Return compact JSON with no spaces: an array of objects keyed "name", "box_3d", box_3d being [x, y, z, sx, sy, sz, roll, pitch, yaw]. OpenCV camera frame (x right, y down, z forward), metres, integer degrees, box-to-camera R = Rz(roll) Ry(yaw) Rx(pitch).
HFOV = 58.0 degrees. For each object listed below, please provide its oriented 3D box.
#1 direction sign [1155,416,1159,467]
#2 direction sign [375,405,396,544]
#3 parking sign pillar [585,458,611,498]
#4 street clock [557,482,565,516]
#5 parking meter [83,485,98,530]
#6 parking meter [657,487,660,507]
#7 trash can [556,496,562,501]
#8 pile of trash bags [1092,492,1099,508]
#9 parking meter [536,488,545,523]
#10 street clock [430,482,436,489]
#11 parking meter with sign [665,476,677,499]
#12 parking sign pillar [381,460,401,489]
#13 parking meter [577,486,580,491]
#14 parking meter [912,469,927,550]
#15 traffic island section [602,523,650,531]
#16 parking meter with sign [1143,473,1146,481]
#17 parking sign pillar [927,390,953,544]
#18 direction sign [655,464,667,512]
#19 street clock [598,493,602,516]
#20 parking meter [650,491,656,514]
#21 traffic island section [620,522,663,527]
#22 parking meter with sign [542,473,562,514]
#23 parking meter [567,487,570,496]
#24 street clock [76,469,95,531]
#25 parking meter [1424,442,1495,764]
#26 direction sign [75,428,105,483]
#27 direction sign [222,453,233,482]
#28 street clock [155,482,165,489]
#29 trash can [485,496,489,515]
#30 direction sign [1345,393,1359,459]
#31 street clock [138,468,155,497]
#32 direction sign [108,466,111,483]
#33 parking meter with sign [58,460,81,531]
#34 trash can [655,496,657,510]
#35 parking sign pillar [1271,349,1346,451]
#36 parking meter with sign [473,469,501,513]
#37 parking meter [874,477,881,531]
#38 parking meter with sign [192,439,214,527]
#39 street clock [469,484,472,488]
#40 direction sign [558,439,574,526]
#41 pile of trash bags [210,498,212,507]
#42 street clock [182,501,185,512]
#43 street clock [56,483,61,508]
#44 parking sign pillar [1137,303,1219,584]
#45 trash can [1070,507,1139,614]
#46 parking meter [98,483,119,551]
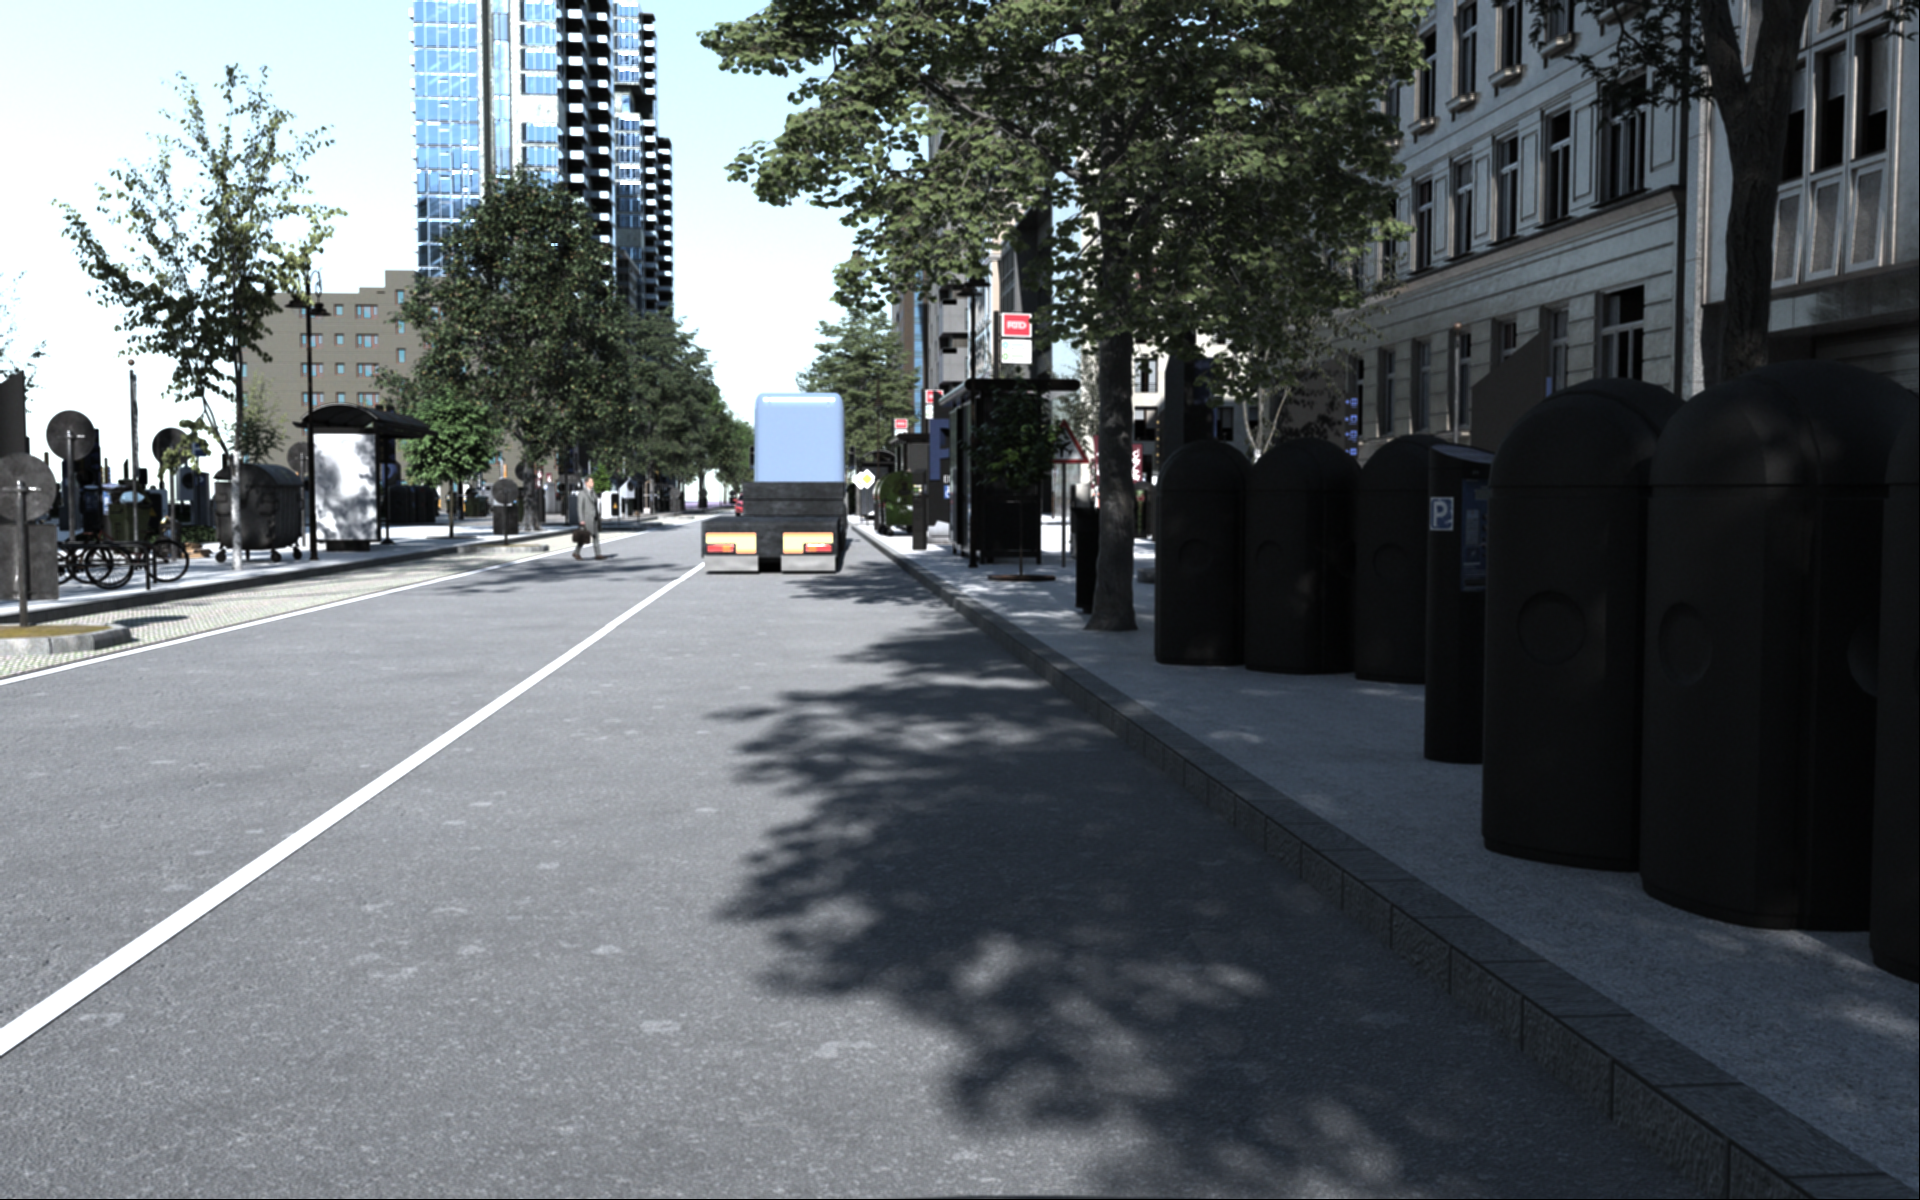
[{"name":"direction sign","box_3d":[6.062,-3.546,49.982,0.876,3.537,0.379,0,4,1]},{"name":"direction sign","box_3d":[-14.688,-3.201,44.339,0.379,3.537,0.876,1,4,12]},{"name":"parking sign pillar","box_3d":[-25.856,-8.345,124.910,1.447,3.967,1.447,0,4,8]},{"name":"street clock","box_3d":[-23.672,-6.041,103.341,0.358,2.002,0.471,2,4,34]},{"name":"parking meter","box_3d":[-23.250,-2.323,46.391,0.372,1.533,0.369,0,3,0]},{"name":"parking meter","box_3d":[-25.722,-8.709,148.096,0.255,1.863,0.399,0,4,1]},{"name":"trash can","box_3d":[-28.656,-6.827,123.276,0.748,1.137,0.748,0,3,0]},{"name":"pile of trash bags","box_3d":[8.192,-4.776,87.836,3.447,1.369,1.912,2,4,35]},{"name":"parking meter","box_3d":[-18.836,-4.247,77.849,0.372,1.533,0.369,0,3,0]},{"name":"street clock","box_3d":[-32.633,-6.270,107.084,0.471,2.002,0.358,0,4,-2]},{"name":"parking meter with sign","box_3d":[-25.284,-9.434,150.501,1.738,3.016,0.543,-2,4,-33]},{"name":"parking sign pillar","box_3d":[-35.504,-7.318,108.118,1.447,3.967,1.447,2,4,31]},{"name":"parking meter","box_3d":[-28.930,-7.708,131.743,0.399,1.863,0.255,-3,5,-45]},{"name":"parking meter","box_3d":[-0.926,-2.079,39.711,0.255,1.863,0.399,1,4,15]},{"name":"traffic island section","box_3d":[-13.558,-2.842,68.752,2.009,0.180,2.903,0,4,-5]},{"name":"parking meter with sign","box_3d":[6.336,-4.055,62.558,1.738,3.016,0.543,3,5,43]},{"name":"parking sign pillar","box_3d":[-0.167,-3.439,44.694,1.447,3.967,1.447,2,4,29]},{"name":"direction sign","box_3d":[-21.574,-8.126,124.861,0.876,3.537,0.379,0,4,6]},{"name":"street clock","box_3d":[-21.100,-5.948,101.824,0.471,2.002,0.358,0,4,-1]},{"name":"parking meter","box_3d":[-19.714,-6.212,109.970,0.372,1.533,0.369,0,3,0]},{"name":"traffic island section","box_3d":[-14.262,-3.329,76.707,2.009,0.180,2.903,0,4,-5]},{"name":"parking meter with sign","box_3d":[-26.385,-7.047,111.480,0.543,3.016,1.738,2,4,34]},{"name":"parking meter","box_3d":[-32.314,-8.369,142.544,0.399,1.863,0.255,3,5,45]},{"name":"street clock","box_3d":[-25.153,-2.770,49.856,0.471,2.002,0.358,-1,4,-21]},{"name":"parking meter","box_3d":[2.443,0.003,8.357,0.372,1.533,0.369,0,3,0]},{"name":"direction sign","box_3d":[-30.132,-4.151,59.862,0.876,3.537,0.379,0,4,4]},{"name":"direction sign","box_3d":[-40.849,-6.414,96.870,0.379,3.537,0.876,2,4,31]},{"name":"street clock","box_3d":[-46.335,-5.875,100.623,0.358,2.002,0.471,-1,4,-10]},{"name":"trash can","box_3d":[-29.157,-5.761,105.852,0.748,1.137,0.748,0,3,0]},{"name":"direction sign","box_3d":[8.536,-2.877,39.035,0.876,3.537,0.379,2,4,29]},{"name":"street clock","box_3d":[-22.667,-2.661,48.085,0.358,2.002,0.471,-1,4,-22]},{"name":"direction sign","box_3d":[-69.864,-9.146,141.537,0.876,3.537,0.379,-1,4,-22]},{"name":"parking meter with sign","box_3d":[-31.543,-3.983,61.384,0.543,3.016,1.738,-1,4,-15]},{"name":"trash can","box_3d":[-20.545,-6.344,115.373,0.748,1.137,0.748,0,3,0]},{"name":"parking sign pillar","box_3d":[6.458,-2.672,32.163,1.447,3.967,1.447,-1,4,-12]},{"name":"parking meter with sign","box_3d":[-32.703,-7.591,120.380,1.738,3.016,0.543,-1,4,-8]},{"name":"parking meter","box_3d":[-2.804,-3.371,60.820,0.399,1.863,0.255,-1,4,-14]},{"name":"parking meter with sign","box_3d":[-24.512,-3.655,56.027,0.543,3.016,1.738,-1,4,-16]},{"name":"street clock","box_3d":[-35.173,-7.305,124.010,0.358,2.002,0.471,1,4,22]},{"name":"direction sign","box_3d":[-15.718,-4.716,69.112,0.876,3.537,0.379,3,4,36]},{"name":"pile of trash bags","box_3d":[-37.941,-4.882,89.565,1.912,1.369,3.447,1,4,22]},{"name":"street clock","box_3d":[-43.282,-5.616,96.392,0.358,2.002,0.471,-1,4,-16]},{"name":"street clock","box_3d":[-58.262,-6.566,111.921,0.358,2.002,0.471,-1,4,-16]},{"name":"parking sign pillar","box_3d":[3.306,-2.244,25.158,1.447,3.967,1.447,0,4,-5]},{"name":"trash can","box_3d":[1.554,-0.430,18.683,0.748,1.137,0.748,0,3,0]},{"name":"parking meter","box_3d":[-19.265,-1.890,39.316,0.372,1.533,0.369,0,3,0]}]
